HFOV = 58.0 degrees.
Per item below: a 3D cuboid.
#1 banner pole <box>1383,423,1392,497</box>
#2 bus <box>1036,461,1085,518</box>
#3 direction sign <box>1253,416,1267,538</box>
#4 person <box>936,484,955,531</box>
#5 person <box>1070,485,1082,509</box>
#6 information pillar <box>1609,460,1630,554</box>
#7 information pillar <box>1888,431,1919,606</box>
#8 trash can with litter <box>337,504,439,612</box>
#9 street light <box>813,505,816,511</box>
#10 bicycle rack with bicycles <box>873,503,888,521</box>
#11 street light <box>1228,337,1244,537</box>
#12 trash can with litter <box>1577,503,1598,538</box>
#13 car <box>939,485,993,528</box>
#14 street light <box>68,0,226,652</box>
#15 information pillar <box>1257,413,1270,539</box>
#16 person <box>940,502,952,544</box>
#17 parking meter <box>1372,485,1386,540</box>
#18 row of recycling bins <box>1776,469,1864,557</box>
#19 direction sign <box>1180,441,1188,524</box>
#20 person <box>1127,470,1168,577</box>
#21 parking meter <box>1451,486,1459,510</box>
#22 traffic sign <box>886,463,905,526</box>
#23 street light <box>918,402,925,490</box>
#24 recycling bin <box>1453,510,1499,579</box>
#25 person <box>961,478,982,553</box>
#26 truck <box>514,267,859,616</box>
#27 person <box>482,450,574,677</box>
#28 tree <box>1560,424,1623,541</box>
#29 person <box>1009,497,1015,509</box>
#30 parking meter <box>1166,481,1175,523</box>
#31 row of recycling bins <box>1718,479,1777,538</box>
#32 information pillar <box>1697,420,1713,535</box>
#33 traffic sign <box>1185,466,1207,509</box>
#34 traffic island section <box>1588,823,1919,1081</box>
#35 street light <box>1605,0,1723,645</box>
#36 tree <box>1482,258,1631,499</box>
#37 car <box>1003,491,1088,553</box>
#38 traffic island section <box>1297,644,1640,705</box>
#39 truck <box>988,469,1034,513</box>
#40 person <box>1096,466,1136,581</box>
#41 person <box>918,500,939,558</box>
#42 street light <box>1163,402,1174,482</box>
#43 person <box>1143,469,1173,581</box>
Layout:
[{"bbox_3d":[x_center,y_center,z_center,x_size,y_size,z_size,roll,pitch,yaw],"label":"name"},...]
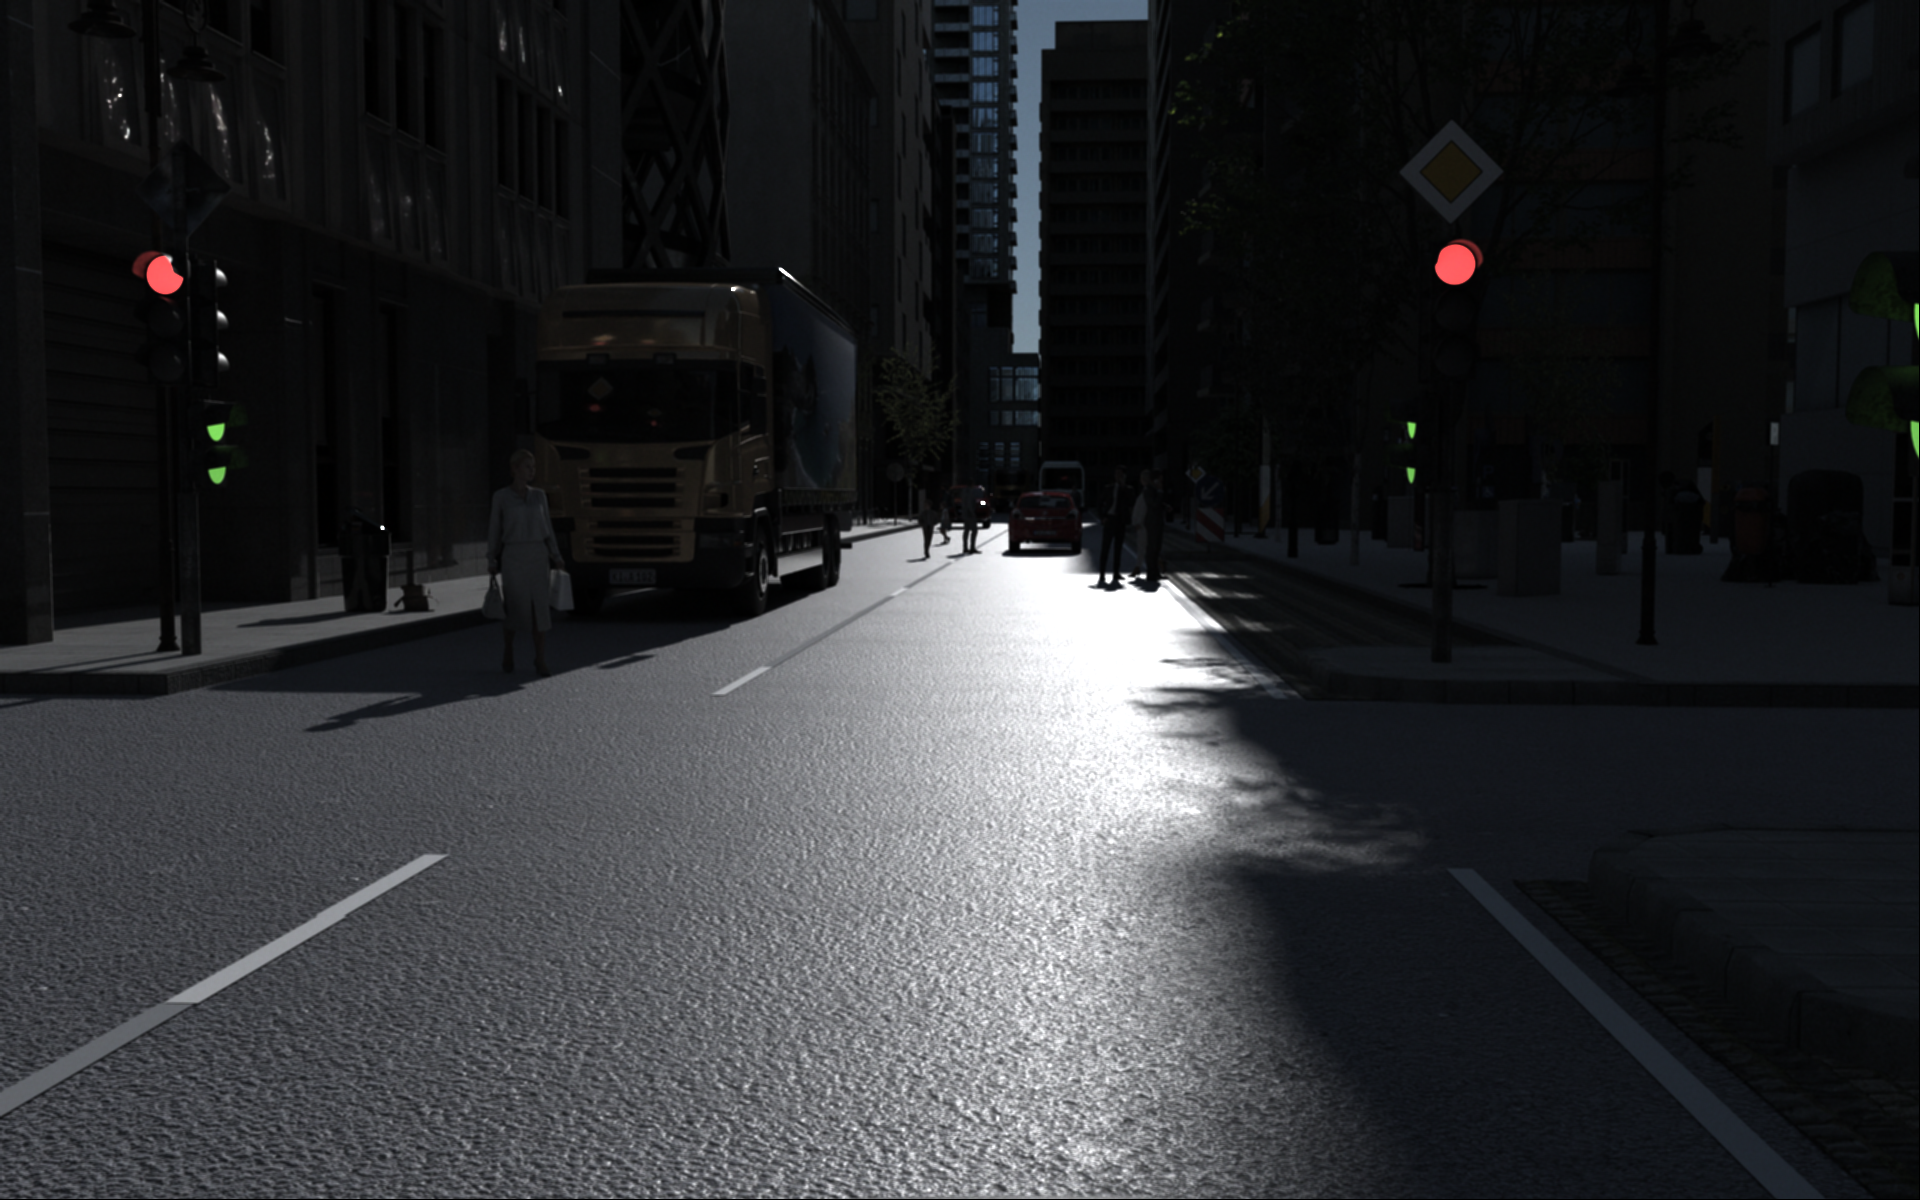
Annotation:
[{"bbox_3d":[13.892,-4.053,56.279,0.401,3.779,0.863,0,4,-6],"label":"banner pole"},{"bbox_3d":[6.004,-6.666,103.842,2.948,3.499,13.247,0,4,2],"label":"bus"},{"bbox_3d":[8.827,-3.606,50.963,0.379,3.537,0.876,-1,4,-12],"label":"direction sign"},{"bbox_3d":[-0.597,-3.545,66.452,0.713,1.824,0.794,2,4,24],"label":"person"},{"bbox_3d":[4.735,-3.883,72.168,0.661,1.801,0.590,3,5,44],"label":"person"},{"bbox_3d":[14.112,-1.995,37.115,0.304,2.012,0.304,-3,5,-40],"label":"information pillar"},{"bbox_3d":[10.917,-0.941,19.882,0.304,2.012,0.304,-2,4,-26],"label":"information pillar"},{"bbox_3d":[-6.301,-0.470,19.079,1.055,1.170,0.624,-1,4,-18],"label":"trash can with litter"},{"bbox_3d":[-4.267,-4.770,50.782,0.468,5.910,1.993,0,4,4],"label":"street light"},{"bbox_3d":[-4.993,-4.168,81.536,2.852,0.926,2.925,-2,4,-28],"label":"bicycle rack with bicycles"},{"bbox_3d":[8.184,-4.792,51.133,0.468,5.910,1.993,0,4,4],"label":"street light"},{"bbox_3d":[18.585,-2.406,50.720,0.624,1.170,1.055,-2,4,-34],"label":"trash can with litter"},{"bbox_3d":[0.284,-3.988,73.871,2.281,1.827,5.304,0,4,2],"label":"car"},{"bbox_3d":[-6.482,-2.521,14.004,0.468,5.910,1.993,0,4,4],"label":"street light"},{"bbox_3d":[8.809,-3.591,50.072,0.183,3.616,0.504,3,5,39],"label":"information pillar"},{"bbox_3d":[-0.383,-2.197,49.436,0.382,1.210,0.505,0,4,-8],"label":"person"},{"bbox_3d":[11.800,-2.470,48.800,0.372,1.533,0.369,0,3,0],"label":"parking meter"},{"bbox_3d":[15.029,-1.399,29.987,1.069,1.692,3.534,2,4,33],"label":"row of recycling bins"},{"bbox_3d":[9.682,-5.052,74.600,0.379,3.537,0.876,1,4,20],"label":"direction sign"},{"bbox_3d":[3.263,-1.319,29.948,0.818,1.842,0.514,-1,4,-16],"label":"person"},{"bbox_3d":[15.516,-2.822,54.547,0.372,1.533,0.369,0,3,0],"label":"parking meter"},{"bbox_3d":[-2.630,-4.300,70.417,0.768,2.556,0.104,0,4,4],"label":"traffic sign"},{"bbox_3d":[-1.929,-7.009,87.377,0.468,5.910,1.993,0,4,4],"label":"street light"},{"bbox_3d":[7.746,-0.850,26.457,0.722,1.027,0.722,3,5,44],"label":"recycling bin"},{"bbox_3d":[0.226,-2.039,41.939,0.391,1.810,0.635,-2,4,-28],"label":"person"},{"bbox_3d":[-3.276,-2.132,23.770,2.839,4.237,11.283,0,4,3],"label":"truck"},{"bbox_3d":[-3.444,-0.300,13.764,0.694,1.780,0.624,-1,4,-18],"label":"person"},{"bbox_3d":[17.501,-3.273,48.122,1.663,3.219,1.824,0,3,0],"label":"tree"},{"bbox_3d":[2.611,-4.501,86.369,0.394,1.301,0.425,-3,4,-36],"label":"person"},{"bbox_3d":[9.491,-4.430,78.148,0.399,1.863,0.255,0,4,4],"label":"parking meter"},{"bbox_3d":[22.926,-2.618,49.923,1.069,1.692,3.534,0,4,0],"label":"row of recycling bins"},{"bbox_3d":[23.164,-3.817,53.768,0.504,3.616,0.183,1,4,10],"label":"information pillar"},{"bbox_3d":[8.571,-3.778,62.963,0.795,2.450,0.064,1,4,10],"label":"traffic sign"},{"bbox_3d":[3.191,1.040,5.271,2.009,0.180,2.903,0,4,4],"label":"traffic island section"},{"bbox_3d":[5.867,-2.558,14.614,0.468,5.910,1.993,0,4,4],"label":"street light"},{"bbox_3d":[18.481,-6.337,53.967,4.737,8.622,4.395,0,3,0],"label":"tree"},{"bbox_3d":[2.151,-2.110,43.535,2.155,1.783,4.494,0,4,3],"label":"car"},{"bbox_3d":[3.701,0.553,13.240,2.009,0.180,2.903,0,4,4],"label":"traffic island section"},{"bbox_3d":[4.025,-8.432,133.783,3.469,3.379,9.791,0,4,3],"label":"truck"},{"bbox_3d":[2.612,-1.288,28.917,0.648,1.900,0.474,-1,4,-10],"label":"person"},{"bbox_3d":[-0.703,-1.595,38.844,0.475,1.303,0.640,-1,4,-18],"label":"person"},{"bbox_3d":[10.504,-7.008,87.371,0.468,5.910,1.993,0,4,4],"label":"street light"},{"bbox_3d":[3.300,-1.250,28.744,0.447,1.846,0.655,2,4,24],"label":"person"}]
